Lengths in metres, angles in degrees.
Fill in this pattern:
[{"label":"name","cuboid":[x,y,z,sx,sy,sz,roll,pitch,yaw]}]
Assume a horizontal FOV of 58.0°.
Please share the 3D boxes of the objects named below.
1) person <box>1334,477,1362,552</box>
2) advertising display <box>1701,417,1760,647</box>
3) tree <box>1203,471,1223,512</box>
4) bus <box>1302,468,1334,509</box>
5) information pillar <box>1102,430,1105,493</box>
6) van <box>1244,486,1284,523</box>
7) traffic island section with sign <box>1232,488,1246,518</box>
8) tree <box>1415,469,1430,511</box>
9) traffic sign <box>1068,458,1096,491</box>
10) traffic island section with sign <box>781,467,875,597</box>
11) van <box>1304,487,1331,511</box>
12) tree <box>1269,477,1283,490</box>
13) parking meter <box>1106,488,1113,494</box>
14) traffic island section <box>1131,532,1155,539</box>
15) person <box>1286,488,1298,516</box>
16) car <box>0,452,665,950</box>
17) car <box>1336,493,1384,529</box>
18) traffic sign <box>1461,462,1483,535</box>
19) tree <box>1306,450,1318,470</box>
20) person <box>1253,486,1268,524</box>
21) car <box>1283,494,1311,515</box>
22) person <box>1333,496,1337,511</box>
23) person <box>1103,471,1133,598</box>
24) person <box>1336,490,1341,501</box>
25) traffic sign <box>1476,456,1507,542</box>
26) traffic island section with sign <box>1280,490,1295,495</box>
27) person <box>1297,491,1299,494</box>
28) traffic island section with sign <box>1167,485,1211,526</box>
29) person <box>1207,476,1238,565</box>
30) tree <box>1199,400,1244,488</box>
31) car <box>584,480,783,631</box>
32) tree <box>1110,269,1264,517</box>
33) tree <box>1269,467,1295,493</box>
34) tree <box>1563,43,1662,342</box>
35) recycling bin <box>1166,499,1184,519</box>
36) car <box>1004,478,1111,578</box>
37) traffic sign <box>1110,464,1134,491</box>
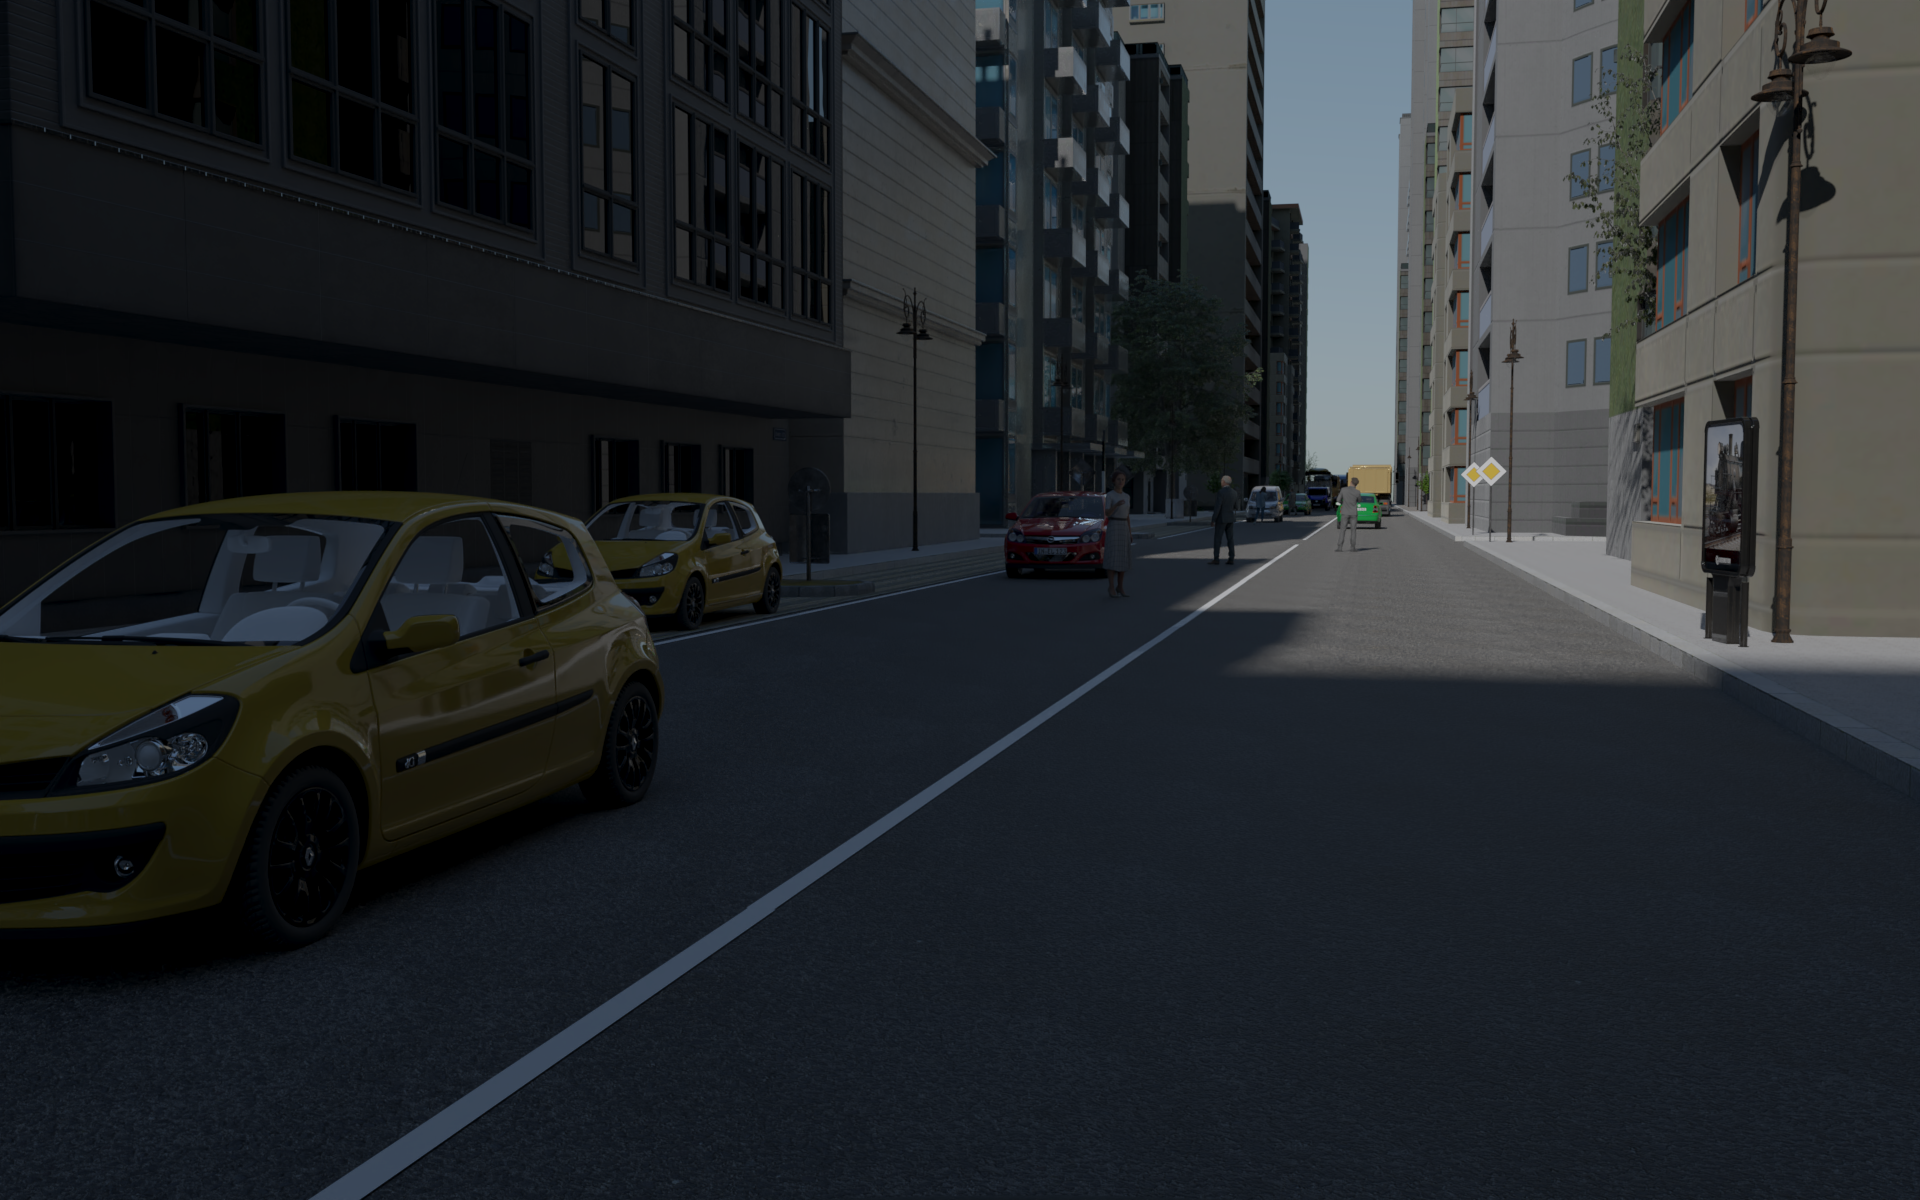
[{"label":"person","cuboid":[9.656,-2.127,43.077,0.655,1.846,0.447,1,4,12]},{"label":"advertising display","cuboid":[6.610,-0.592,14.899,0.123,1.923,0.974,0,4,5]},{"label":"tree","cuboid":[18.106,-7.883,123.496,1.663,3.219,1.824,0,3,0]},{"label":"bus","cuboid":[34.478,-10.688,166.291,2.896,3.916,12.252,1,4,13]},{"label":"information pillar","cuboid":[5.221,-4.383,63.021,0.183,3.616,0.504,0,4,8]},{"label":"van","cuboid":[15.601,-4.990,88.598,2.013,2.044,4.112,1,4,14]},{"label":"traffic island section with sign","cuboid":[16.736,-5.891,104.948,1.989,1.847,2.006,1,4,13]},{"label":"tree","cuboid":[35.231,-8.296,130.249,1.663,3.219,1.824,0,3,0]},{"label":"traffic sign","cuboid":[3.439,-2.765,48.849,0.795,2.450,0.064,1,4,13]},{"label":"traffic island section with sign","cuboid":[-2.305,-0.994,24.886,1.989,1.847,2.006,1,4,13]},{"label":"van","cuboid":[30.675,-8.800,148.270,2.240,2.365,5.245,1,4,15]},{"label":"tree","cuboid":[36.422,-12.538,199.591,1.663,3.219,1.824,0,3,0]},{"label":"parking meter","cuboid":[5.892,-3.625,67.687,0.372,1.533,0.369,0,3,0]},{"label":"traffic island section","cuboid":[5.261,-2.104,56.685,2.009,0.180,2.903,1,4,13]},{"label":"person","cuboid":[22.141,-6.539,115.514,0.694,1.812,0.767,-3,4,-38]},{"label":"car","cuboid":[-2.606,0.209,6.802,2.015,1.641,3.980,1,4,13]},{"label":"car","cuboid":[16.625,-3.870,72.063,1.959,1.807,4.718,1,4,13]},{"label":"traffic sign","cuboid":[16.027,-3.083,54.054,0.795,2.450,0.064,1,4,13]},{"label":"tree","cuboid":[57.411,-20.512,285.725,4.360,8.622,3.978,0,3,0]},{"label":"person","cuboid":[14.182,-4.468,81.822,0.793,1.790,0.793,-1,4,-8]},{"label":"car","cuboid":[23.116,-6.736,118.931,1.959,1.807,4.718,1,4,15]},{"label":"person","cuboid":[31.218,-8.050,143.299,0.628,1.438,0.799,1,4,17]},{"label":"person","cuboid":[2.237,-0.914,24.022,0.480,1.755,0.524,-3,4,-37]},{"label":"person","cuboid":[28.869,-7.458,131.148,0.721,1.735,1.217,-2,4,-24]},{"label":"traffic sign","cuboid":[14.180,-2.608,46.284,0.795,2.450,0.064,1,4,13]},{"label":"traffic island section with sign","cuboid":[34.639,-10.498,180.272,1.989,1.847,2.006,1,4,13]},{"label":"person","cuboid":[37.632,-11.283,192.991,0.705,1.823,1.348,1,4,18]},{"label":"traffic island section with sign","cuboid":[10.501,-4.287,78.721,1.989,1.847,2.006,1,4,13]},{"label":"person","cuboid":[5.337,-1.627,35.280,0.661,1.801,0.590,-3,4,-36]},{"label":"tree","cuboid":[19.016,-10.799,126.923,4.737,8.622,4.395,0,3,0]},{"label":"car","cuboid":[-3.328,-0.563,19.433,2.015,1.641,3.980,1,4,13]},{"label":"tree","cuboid":[12.087,-11.699,97.941,9.857,13.997,8.962,0,3,0]},{"label":"tree","cuboid":[37.511,-13.408,202.926,4.285,4.588,4.351,0,3,0]},{"label":"tree","cuboid":[11.222,-4.648,26.350,4.360,8.622,3.978,0,3,0]},{"label":"recycling bin","cuboid":[11.290,-4.796,90.966,0.722,1.027,0.722,3,5,44]},{"label":"car","cuboid":[1.954,-1.339,30.925,2.155,1.783,4.494,1,4,12]},{"label":"traffic sign","cuboid":[5.285,-3.240,56.618,0.795,2.450,0.064,1,4,13]}]
